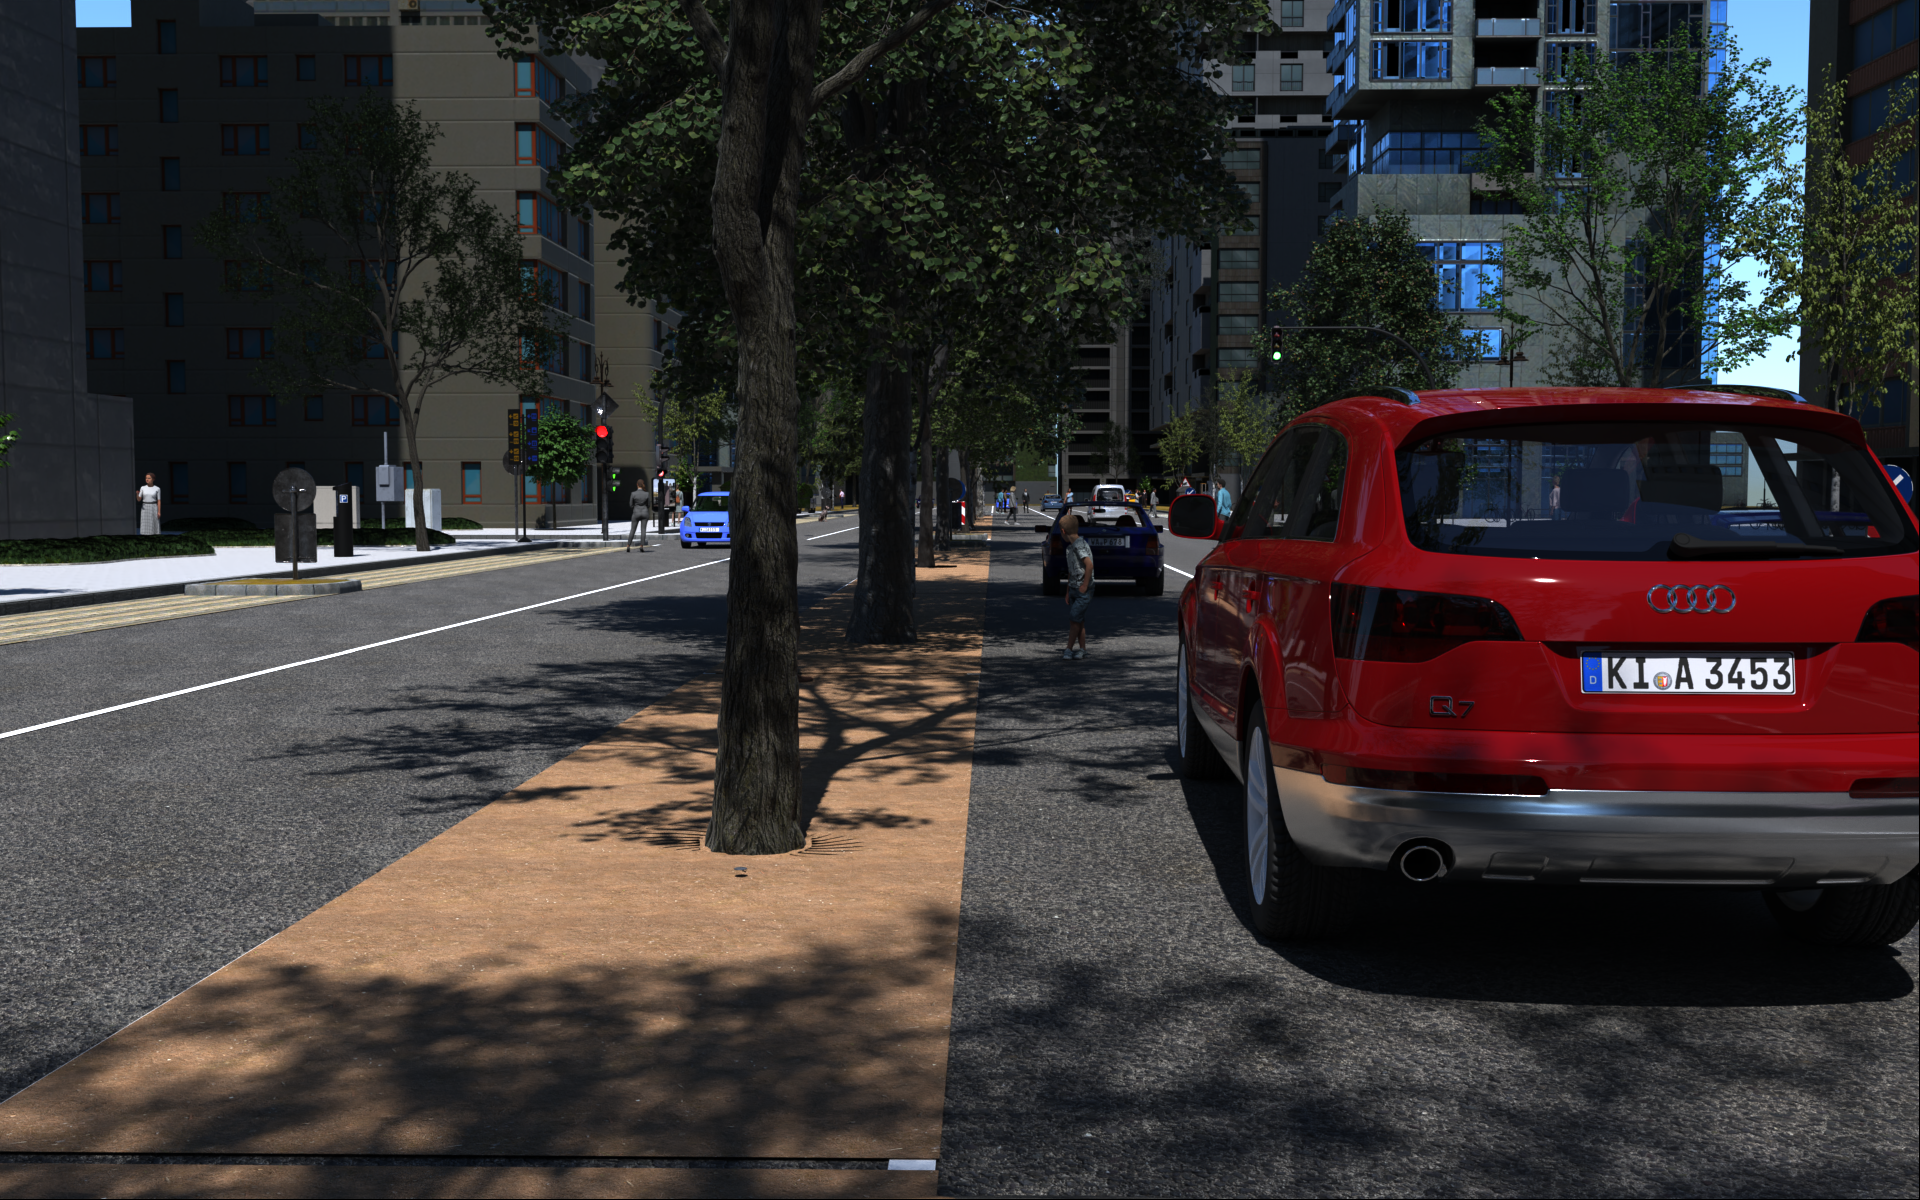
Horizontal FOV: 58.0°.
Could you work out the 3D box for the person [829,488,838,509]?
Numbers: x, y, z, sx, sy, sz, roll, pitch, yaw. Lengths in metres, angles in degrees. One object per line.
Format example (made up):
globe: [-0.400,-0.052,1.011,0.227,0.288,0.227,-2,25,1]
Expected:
person: [-11.047,-8.733,148.457,1.348,1.869,0.705,3,4,39]

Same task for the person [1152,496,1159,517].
person: [11.975,-5.851,106.766,0.523,1.515,0.503,0,4,-6]

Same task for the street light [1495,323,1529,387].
street light: [14.818,-4.517,46.636,0.468,5.910,1.993,0,4,1]

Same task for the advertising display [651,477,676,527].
advertising display: [-11.533,-3.807,67.460,0.974,1.923,0.123,-2,4,-32]

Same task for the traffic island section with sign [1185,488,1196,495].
traffic island section with sign: [14.080,-6.038,107.346,1.989,1.847,2.006,0,4,1]

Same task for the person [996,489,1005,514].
person: [2.940,-7.243,126.949,0.620,1.820,0.660,-2,4,-33]

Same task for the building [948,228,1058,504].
building: [5.409,-33.006,223.242,14.086,41.232,14.154,0,4,1]

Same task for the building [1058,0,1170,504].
building: [23.396,-48.174,225.898,20.611,71.187,20.563,0,4,1]

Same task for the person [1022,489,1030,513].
person: [4.987,-7.475,130.496,0.659,1.850,0.755,-1,4,-10]

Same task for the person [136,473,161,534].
person: [-18.089,-1.958,38.624,0.480,1.755,0.524,-1,4,-20]

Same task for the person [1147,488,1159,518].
person: [11.494,-5.775,103.190,0.850,1.792,0.678,0,3,0]

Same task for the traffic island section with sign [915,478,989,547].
traffic island section with sign: [-0.277,-2.417,47.652,2.006,1.907,1.989,0,4,1]

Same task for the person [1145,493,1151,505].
person: [22.625,-12.276,206.894,1.348,1.807,0.705,-2,4,-31]

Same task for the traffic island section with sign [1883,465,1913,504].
traffic island section with sign: [12.431,-0.949,24.150,1.989,1.847,2.006,0,4,1]

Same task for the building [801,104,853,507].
building: [-25.827,-36.732,189.799,27.495,52.752,28.713,0,4,1]

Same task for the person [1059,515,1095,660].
person: [1.009,-0.112,15.007,0.352,1.250,0.332,1,4,21]

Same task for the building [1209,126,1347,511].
building: [27.026,-22.523,139.959,14.160,30.474,14.107,0,4,1]

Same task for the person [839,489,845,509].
person: [-10.316,-8.775,150.448,0.436,1.711,0.756,3,4,36]

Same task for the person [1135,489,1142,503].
person: [12.189,-6.697,118.572,0.524,1.755,0.480,0,4,3]

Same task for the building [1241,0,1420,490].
building: [30.369,-48.278,102.011,22.319,86.520,31.000,0,4,1]

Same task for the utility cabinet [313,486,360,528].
utility cabinet: [-17.171,-2.389,47.744,1.173,1.500,0.318,0,4,-1]

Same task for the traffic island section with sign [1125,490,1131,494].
traffic island section with sign: [15.088,-9.102,157.437,1.989,1.847,2.006,0,4,1]

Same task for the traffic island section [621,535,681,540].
traffic island section: [-9.597,-2.037,55.589,2.009,0.180,2.903,0,4,1]

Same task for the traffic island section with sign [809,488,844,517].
traffic island section with sign: [-8.238,-6.025,107.131,1.989,1.847,2.006,0,4,1]

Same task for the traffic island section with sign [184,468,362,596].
traffic island section with sign: [-9.872,-1.013,25.195,1.989,1.847,2.006,0,4,1]

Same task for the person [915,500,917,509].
person: [-2.613,-5.085,91.888,0.600,1.795,0.529,-1,4,-17]

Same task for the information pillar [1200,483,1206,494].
information pillar: [16.844,-7.070,120.086,0.304,2.012,0.304,-1,4,-15]

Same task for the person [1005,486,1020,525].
person: [2.436,-4.412,80.811,0.728,1.800,0.709,0,4,0]

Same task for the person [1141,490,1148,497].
person: [21.746,-12.155,204.746,0.705,1.831,1.348,-2,4,-30]

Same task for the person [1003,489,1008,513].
person: [3.519,-7.629,133.245,0.705,1.823,1.348,0,4,2]

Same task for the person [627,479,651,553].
person: [-7.897,-2.064,42.524,0.520,1.790,0.573,-2,4,-31]

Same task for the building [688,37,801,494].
building: [-24.347,-50.892,144.758,22.319,86.520,31.000,0,4,1]

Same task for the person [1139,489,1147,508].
person: [17.069,-9.461,161.533,0.742,1.727,0.445,-1,4,-16]

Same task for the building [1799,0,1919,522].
building: [49.369,-25.368,69.384,28.867,44.769,22.147,0,4,1]

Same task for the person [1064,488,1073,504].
person: [6.804,-6.089,108.144,0.616,1.811,0.778,0,4,5]

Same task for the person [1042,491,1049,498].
person: [9.952,-11.470,196.043,1.348,1.824,0.705,0,4,8]

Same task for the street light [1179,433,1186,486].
street light: [16.495,-9.507,128.223,0.468,5.910,1.993,0,4,1]

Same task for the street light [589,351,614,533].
street light: [-11.608,-5.105,56.255,0.468,5.910,1.993,0,4,1]

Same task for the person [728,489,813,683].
person: [-1.478,-0.276,13.113,0.635,1.810,0.391,2,4,28]

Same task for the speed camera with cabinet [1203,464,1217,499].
speed camera with cabinet: [16.546,-7.362,114.703,0.660,3.252,2.038,0,4,-2]

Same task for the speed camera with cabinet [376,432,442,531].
speed camera with cabinet: [-17.550,-3.718,55.126,2.038,3.252,0.660,1,4,17]

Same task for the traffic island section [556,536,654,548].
traffic island section: [-9.756,-1.549,47.605,2.009,0.180,2.903,0,4,1]

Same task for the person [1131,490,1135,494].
person: [17.693,-10.438,177.428,1.217,1.735,0.721,0,4,2]

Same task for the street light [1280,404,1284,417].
street light: [15.616,-6.781,83.650,0.468,5.910,1.993,0,4,1]

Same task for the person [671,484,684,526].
person: [-11.502,-3.880,70.490,0.512,1.701,0.522,-1,4,-15]

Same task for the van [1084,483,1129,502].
van: [6.607,-4.319,77.633,2.013,2.044,4.112,0,4,2]

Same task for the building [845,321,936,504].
building: [-8.948,-27.627,223.406,14.107,30.474,14.160,0,4,1]

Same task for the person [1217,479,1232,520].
person: [6.851,-2.218,44.785,0.620,1.820,0.660,2,4,28]

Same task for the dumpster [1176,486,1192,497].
dumpster: [16.445,-7.377,126.377,1.264,1.857,1.865,0,4,1]

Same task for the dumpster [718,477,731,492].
dumpster: [-11.081,-5.078,85.520,1.502,2.255,1.985,0,4,1]

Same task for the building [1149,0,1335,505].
building: [35.254,-36.617,187.922,28.713,52.752,27.495,0,4,1]
